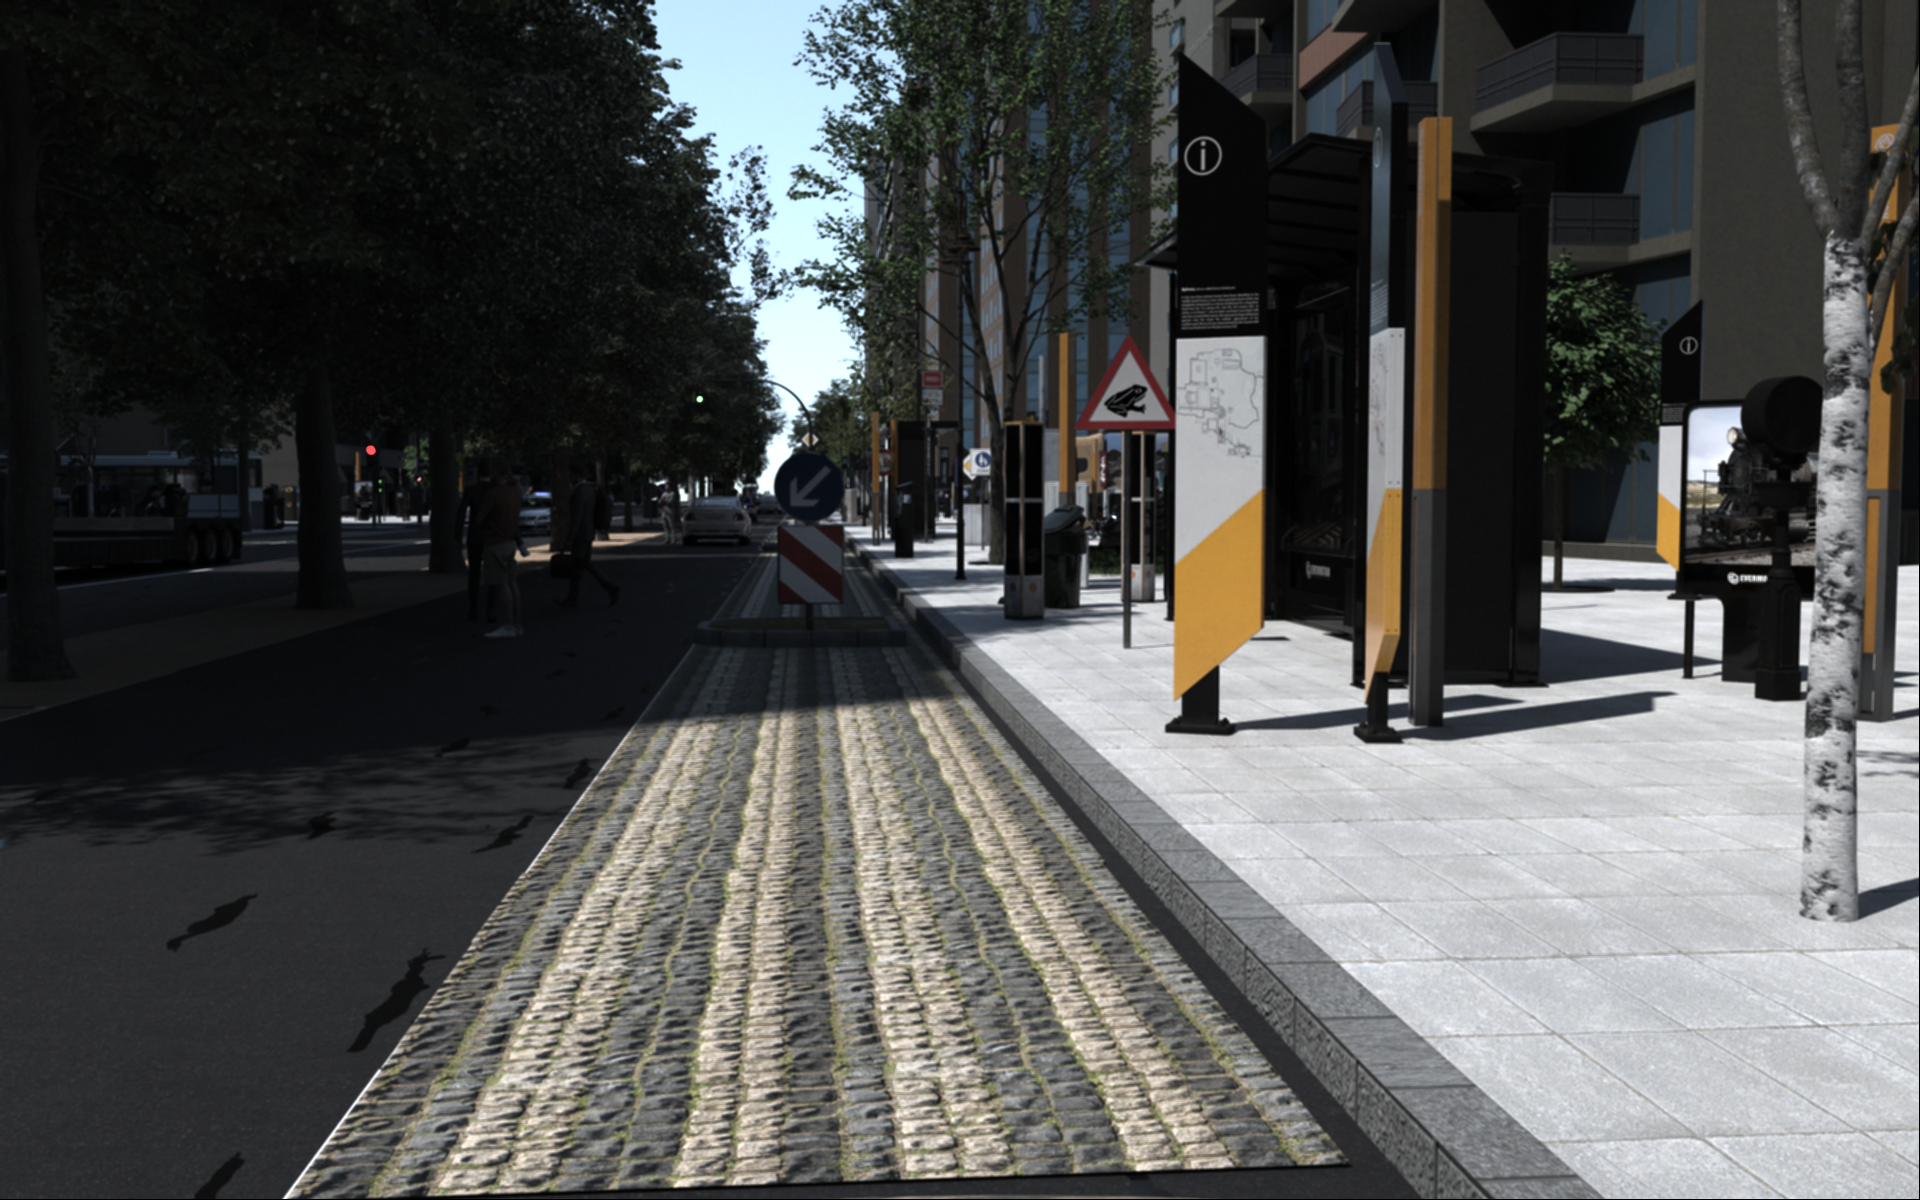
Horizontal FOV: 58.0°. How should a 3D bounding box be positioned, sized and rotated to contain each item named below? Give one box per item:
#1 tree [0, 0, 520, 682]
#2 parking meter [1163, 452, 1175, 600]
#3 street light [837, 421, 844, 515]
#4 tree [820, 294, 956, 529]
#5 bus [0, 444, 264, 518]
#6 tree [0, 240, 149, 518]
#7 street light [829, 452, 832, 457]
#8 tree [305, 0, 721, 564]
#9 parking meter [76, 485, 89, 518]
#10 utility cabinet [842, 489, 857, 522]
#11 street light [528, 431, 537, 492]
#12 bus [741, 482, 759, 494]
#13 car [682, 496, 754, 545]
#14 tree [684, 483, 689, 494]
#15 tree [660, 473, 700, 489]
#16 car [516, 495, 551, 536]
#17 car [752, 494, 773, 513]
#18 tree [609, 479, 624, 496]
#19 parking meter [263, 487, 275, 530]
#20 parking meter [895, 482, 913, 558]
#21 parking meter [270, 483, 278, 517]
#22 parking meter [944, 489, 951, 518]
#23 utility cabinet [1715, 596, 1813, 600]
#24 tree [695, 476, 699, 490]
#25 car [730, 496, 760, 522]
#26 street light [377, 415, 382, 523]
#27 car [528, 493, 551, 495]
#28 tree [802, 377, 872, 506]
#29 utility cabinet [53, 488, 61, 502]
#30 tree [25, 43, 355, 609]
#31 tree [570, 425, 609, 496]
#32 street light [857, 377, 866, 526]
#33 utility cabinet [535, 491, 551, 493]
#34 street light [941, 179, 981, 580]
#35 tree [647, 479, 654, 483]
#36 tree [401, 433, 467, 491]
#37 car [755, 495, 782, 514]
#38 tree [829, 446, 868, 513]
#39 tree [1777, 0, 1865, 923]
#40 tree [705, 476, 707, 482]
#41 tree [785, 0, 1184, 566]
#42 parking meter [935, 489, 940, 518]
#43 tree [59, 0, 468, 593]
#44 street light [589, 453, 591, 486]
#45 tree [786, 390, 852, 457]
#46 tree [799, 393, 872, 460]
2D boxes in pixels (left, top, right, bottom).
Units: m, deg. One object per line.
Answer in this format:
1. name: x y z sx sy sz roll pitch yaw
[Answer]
1. tree: -6.945 -5.623 12.521 7.486 12.596 7.792 0 3 0
2. parking meter: 2.651 -0.923 20.799 0.255 1.863 0.399 -2 4 -35
3. street light: -7.405 -8.260 107.842 0.468 5.910 1.993 0 4 -5
4. tree: -2.593 -6.936 63.758 4.737 8.622 4.395 0 3 0
5. bus: -35.743 -4.653 70.940 13.247 3.499 2.948 0 4 -4
6. tree: -24.646 -5.995 48.377 4.360 8.622 3.978 0 3 0
7. street light: -11.232 -10.929 151.482 0.468 5.910 1.993 0 4 -5
8. tree: -9.753 -8.136 42.135 9.857 13.997 8.962 0 3 0
9. parking meter: -24.867 -2.494 49.188 0.372 1.533 0.369 0 3 0
10. utility cabinet: -4.978 -4.225 77.757 0.318 1.500 1.173 -2 4 -25
11. street light: -29.484 -8.989 119.765 0.468 5.910 1.993 0 4 -5
12. bus: -35.919 -18.673 296.848 2.896 3.916 12.252 0 4 -5
13. car: -6.973 -2.291 49.819 2.083 1.381 4.827 0 4 -6
14. tree: -44.569 -17.623 282.730 1.663 3.219 1.824 0 3 0
15. tree: -43.710 -21.126 263.542 7.486 12.596 7.792 0 3 0
16. car: -14.810 -2.953 60.291 2.014 1.417 4.499 0 4 -7
17. car: -15.130 -7.300 131.156 2.131 1.459 4.920 0 4 -4
18. tree: -35.926 -11.476 182.230 1.663 3.219 1.824 0 3 0
19. parking meter: -24.655 -3.264 61.780 0.372 1.533 0.369 0 3 0
20. parking meter: -1.126 -1.623 34.944 0.372 1.533 0.369 0 3 0
21. parking meter: -37.567 -5.459 94.970 0.399 1.863 0.255 -3 5 -43
22. parking meter: -0.680 -5.177 93.058 0.372 1.533 0.369 0 3 0
23. utility cabinet: 9.773 -0.745 20.860 1.173 1.500 0.318 1 4 14
24. tree: -46.266 -21.578 303.162 4.737 8.622 4.395 0 3 0
25. car: -11.412 -4.738 90.039 1.945 1.354 3.894 0 4 -5
26. street light: -25.687 -6.341 76.469 0.468 5.910 1.993 0 4 -5
27. car: -20.138 -4.468 82.643 1.945 1.707 3.694 0 4 -4
28. tree: -11.437 -15.317 168.566 7.486 12.596 7.792 0 3 0
29. utility cabinet: -34.816 -3.492 65.778 1.173 1.500 0.318 -1 4 -20
30. tree: -7.939 -6.854 21.179 9.857 13.997 8.962 0 3 0
31. tree: -33.670 -15.188 165.338 9.611 12.733 9.660 0 3 0
32. street light: -3.803 -5.864 68.669 0.468 5.910 1.993 0 4 -5
33. utility cabinet: -31.331 -7.431 130.169 1.173 1.500 0.318 -3 5 -39
34. street light: 0.008 -3.245 25.838 0.468 5.910 1.993 0 4 -5
35. tree: -38.164 -13.329 212.522 1.663 3.219 1.824 0 3 0
36. tree: -26.839 -6.382 88.059 4.285 4.588 4.351 0 3 0
37. car: -13.794 -6.901 125.185 2.083 1.381 4.827 0 4 -5
38. tree: -7.612 -8.322 119.777 4.285 4.588 4.351 0 3 0
39. tree: 2.857 -3.336 4.907 4.360 8.622 3.978 0 3 0
40. tree: -45.667 -22.995 294.090 7.486 12.596 7.792 0 3 0
41. tree: 0.733 -6.453 31.260 9.928 11.665 9.643 0 3 0
42. parking meter: -1.309 -5.290 94.902 0.372 1.533 0.369 0 3 0
43. tree: -9.318 -7.457 31.033 9.857 13.997 8.962 0 3 0
44. street light: -32.472 -10.977 152.258 0.468 5.910 1.993 0 4 -5
45. tree: -16.826 -18.797 213.992 9.857 13.997 8.962 0 3 0
46. tree: -11.361 -13.705 158.487 7.601 10.594 8.767 0 4 6
